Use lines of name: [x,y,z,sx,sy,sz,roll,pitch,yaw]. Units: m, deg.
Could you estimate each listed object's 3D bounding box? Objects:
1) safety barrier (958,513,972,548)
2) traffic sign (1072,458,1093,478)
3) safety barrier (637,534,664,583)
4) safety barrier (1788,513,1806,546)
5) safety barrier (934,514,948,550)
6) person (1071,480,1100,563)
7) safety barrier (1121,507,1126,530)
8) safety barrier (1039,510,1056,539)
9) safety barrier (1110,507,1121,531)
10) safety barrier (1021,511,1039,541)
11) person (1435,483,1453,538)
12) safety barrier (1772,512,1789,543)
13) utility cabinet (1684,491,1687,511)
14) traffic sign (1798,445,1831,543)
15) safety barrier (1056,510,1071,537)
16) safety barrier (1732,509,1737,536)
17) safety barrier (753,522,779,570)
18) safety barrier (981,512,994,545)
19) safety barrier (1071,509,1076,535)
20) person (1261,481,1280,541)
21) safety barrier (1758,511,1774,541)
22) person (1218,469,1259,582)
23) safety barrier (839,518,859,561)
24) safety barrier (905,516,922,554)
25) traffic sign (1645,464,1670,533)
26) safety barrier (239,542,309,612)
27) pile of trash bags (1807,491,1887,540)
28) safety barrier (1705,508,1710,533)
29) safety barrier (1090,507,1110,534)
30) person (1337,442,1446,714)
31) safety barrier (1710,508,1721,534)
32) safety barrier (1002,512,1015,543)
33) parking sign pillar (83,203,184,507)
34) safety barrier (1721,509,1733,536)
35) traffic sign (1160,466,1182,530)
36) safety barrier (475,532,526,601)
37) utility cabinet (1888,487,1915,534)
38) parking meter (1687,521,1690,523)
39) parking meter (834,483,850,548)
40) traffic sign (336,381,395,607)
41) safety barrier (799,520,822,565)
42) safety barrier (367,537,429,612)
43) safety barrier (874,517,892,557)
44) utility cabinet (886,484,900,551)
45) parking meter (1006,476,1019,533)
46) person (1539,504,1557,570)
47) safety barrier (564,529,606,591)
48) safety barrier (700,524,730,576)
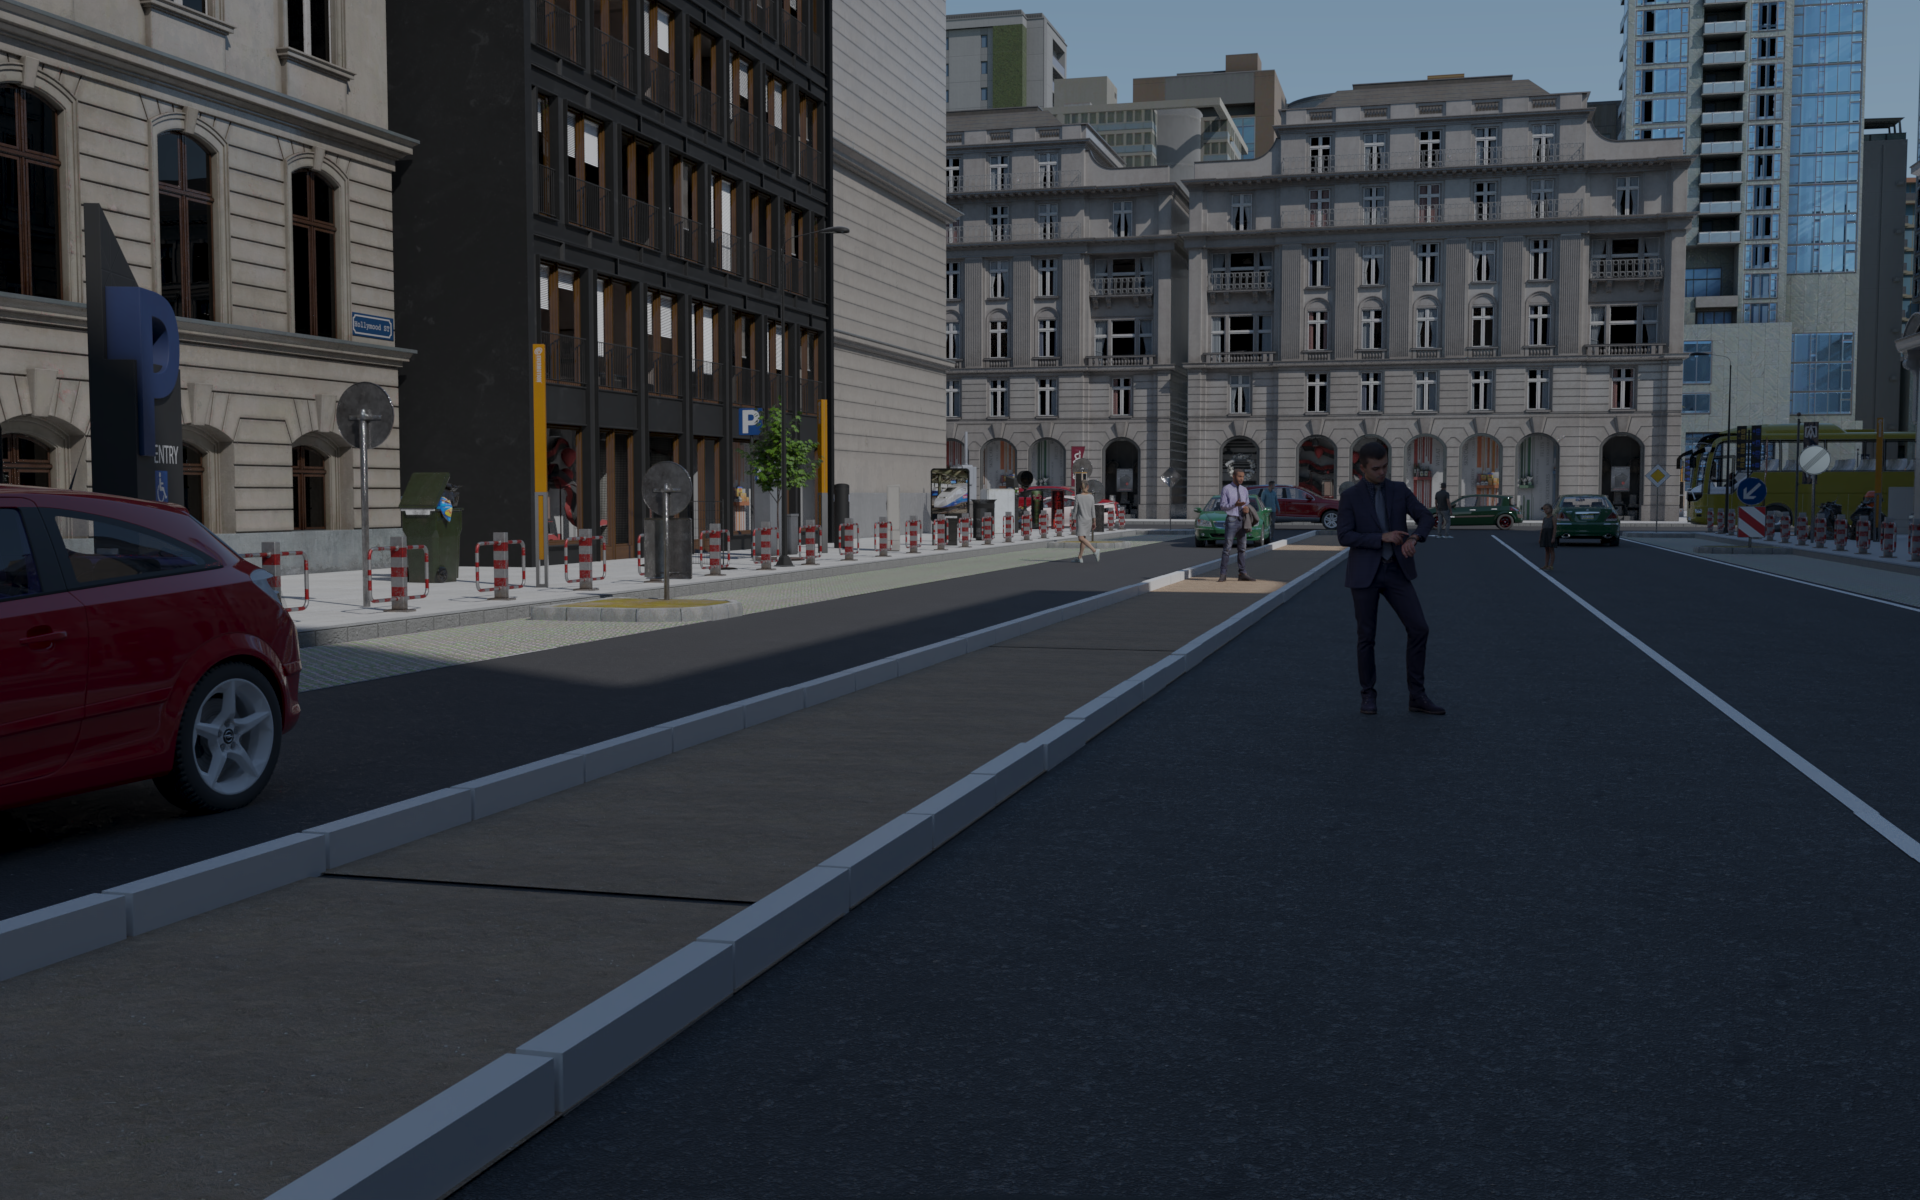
safety barrier: [0.128,-1.668,41.555,0.300,0.817,1.120,1,4,15]
traffic sign: [4.293,-3.726,61.018,0.768,2.556,0.104,2,4,24]
safety barrier: [-4.406,-0.660,25.067,0.300,0.817,1.120,1,4,15]
safety barrier: [20.975,-1.765,43.132,0.300,0.817,1.120,1,4,15]
safety barrier: [-0.433,-1.542,39.493,0.300,0.817,1.120,1,4,15]
person: [2.633,-1.642,36.096,0.760,1.731,0.466,3,4,36]
safety barrier: [5.813,-2.931,62.193,0.300,0.817,1.120,1,4,15]
safety barrier: [2.412,-2.175,49.832,0.300,0.817,1.120,1,4,15]
safety barrier: [5.243,-2.805,60.133,0.300,0.817,1.120,1,4,15]
safety barrier: [1.840,-2.048,47.766,0.300,0.817,1.120,1,4,15]
person: [15.740,-2.915,56.285,0.434,1.807,0.598,-2,4,-29]
safety barrier: [21.538,-1.891,45.191,0.300,0.817,1.120,1,4,15]
utility cabinet: [54.823,-7.482,131.005,0.318,1.500,1.173,1,4,14]
traffic sign: [22.329,-2.764,45.305,0.768,2.556,0.104,2,4,24]
safety barrier: [2.976,-2.301,51.895,0.300,0.817,1.120,1,4,15]
safety barrier: [23.242,-2.269,51.371,0.300,0.817,1.120,1,4,15]
safety barrier: [-3.268,-0.912,29.190,0.300,0.817,1.120,1,4,15]
safety barrier: [0.702,-1.795,43.625,0.300,0.817,1.120,1,4,15]
safety barrier: [3.544,-2.427,53.952,0.300,0.817,1.120,1,4,15]
person: [9.480,-2.734,53.063,0.638,1.841,0.748,0,4,-7]
safety barrier: [22.105,-2.017,47.248,0.300,0.817,1.120,1,4,15]
person: [4.536,-1.204,28.050,0.709,1.838,0.599,-2,4,-27]
safety barrier: [-2.133,-1.165,33.318,0.300,0.817,1.120,1,4,15]
safety barrier: [-1.002,-1.416,37.434,0.300,0.817,1.120,1,4,15]
traffic sign: [23.189,-3.301,57.611,0.795,2.450,0.064,1,4,15]
safety barrier: [-6.679,-0.155,16.805,0.300,0.817,1.120,1,4,15]
pile of trash bags: [25.536,-2.422,49.344,1.912,1.369,3.447,3,5,44]
safety barrier: [24.944,-2.648,57.569,0.300,0.817,1.120,1,4,15]
safety barrier: [4.681,-2.679,58.074,0.300,0.817,1.120,1,4,15]
person: [2.812,-0.141,11.247,0.683,1.767,0.568,0,4,-7]
safety barrier: [24.376,-2.521,55.499,0.300,0.817,1.120,1,4,15]
safety barrier: [1.279,-1.922,45.707,0.300,0.817,1.120,1,4,15]
parking sign pillar: [-7.969,-1.732,16.787,1.447,3.967,1.447,0,4,-6]
safety barrier: [23.809,-2.395,53.441,0.300,0.817,1.120,1,4,15]
traffic sign: [7.530,-3.565,61.925,0.795,2.450,0.064,1,4,15]
safety barrier: [-5.545,-0.407,20.925,0.300,0.817,1.120,1,4,15]
utility cabinet: [29.822,-2.797,54.414,1.173,1.500,0.318,2,4,28]
parking meter: [32.903,-4.246,77.832,0.372,1.533,0.369,0,3,0]
parking meter: [-2.800,-1.993,40.995,0.372,1.533,0.369,0,3,0]
traffic sign: [-6.747,-1.194,19.622,0.768,2.556,0.104,1,4,17]
safety barrier: [-2.699,-1.038,31.254,0.300,0.817,1.120,1,4,15]
safety barrier: [-6.109,-0.281,18.862,0.300,0.817,1.120,1,4,15]
safety barrier: [-1.565,-1.291,35.375,0.300,0.817,1.120,1,4,15]
utility cabinet: [-1.520,-1.871,39.267,0.318,1.500,1.173,0,4,-2]
parking meter: [1.723,-3.129,56.868,0.399,1.863,0.255,3,5,39]
person: [11.070,-1.189,32.603,0.373,1.253,0.362,-1,4,-22]
safety barrier: [-4.973,-0.534,23.010,0.300,0.817,1.120,1,4,15]
safety barrier: [-3.835,-0.786,27.132,0.300,0.817,1.120,1,4,15]
